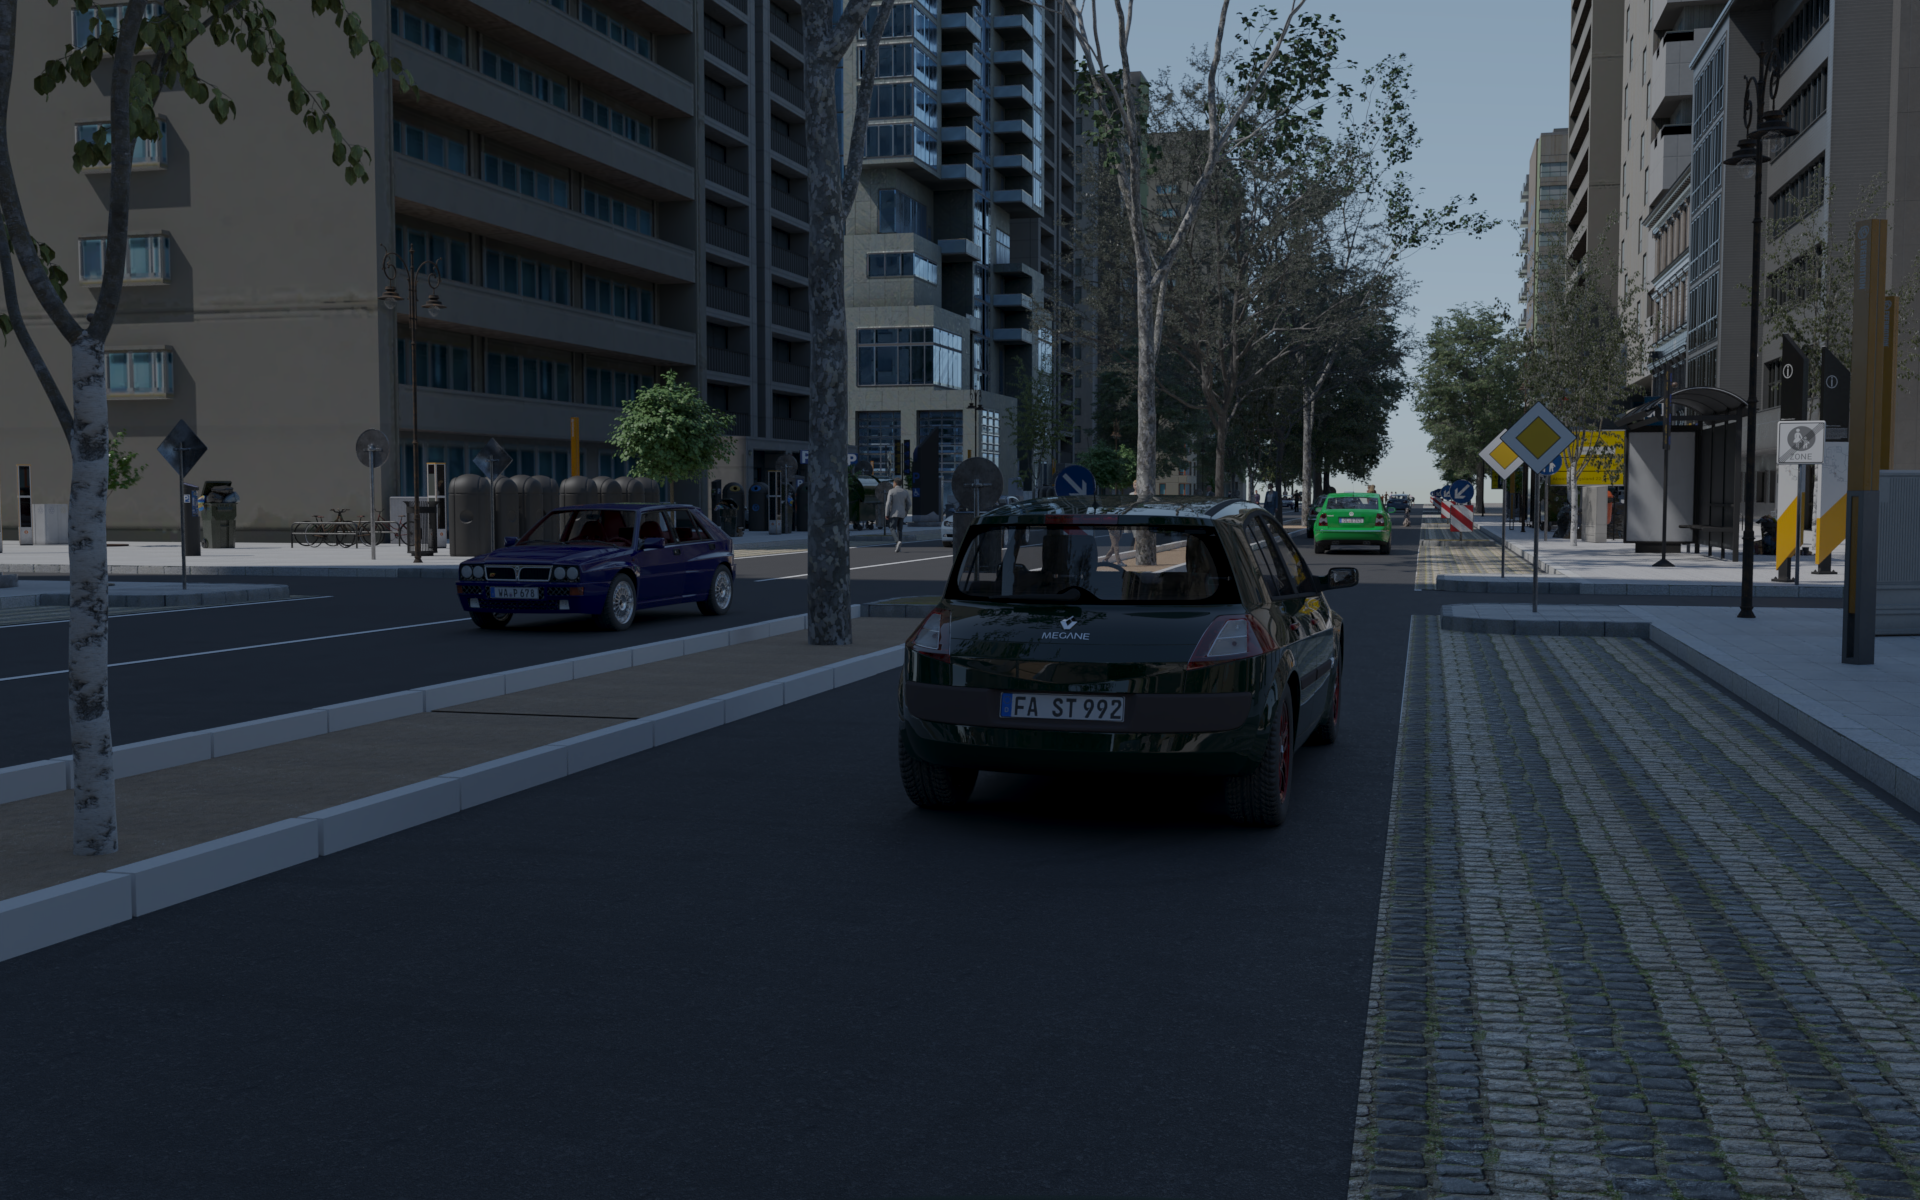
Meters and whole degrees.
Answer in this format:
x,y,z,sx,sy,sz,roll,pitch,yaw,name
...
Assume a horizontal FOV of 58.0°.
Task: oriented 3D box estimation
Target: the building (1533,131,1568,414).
x,y,z,sx,sy,sz,roll,pitch,yaw,name
72.600,-31.400,196.990,14.154,41.232,14.086,1,4,15,building

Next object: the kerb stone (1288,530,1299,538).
x,y,z,sx,sy,sz,roll,pitch,yaw,name
11.232,-2.208,58.329,0.120,0.150,1.000,1,4,15,kerb stone

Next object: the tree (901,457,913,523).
x,y,z,sx,sy,sz,roll,pitch,yaw,name
-1.769,-4.995,76.265,1.663,3.219,1.824,0,3,0,tree

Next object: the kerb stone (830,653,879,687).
x,y,z,sx,sy,sz,roll,pitch,yaw,name
-0.854,0.545,13.281,0.120,0.150,1.000,1,4,15,kerb stone

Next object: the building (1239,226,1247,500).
x,y,z,sx,sy,sz,roll,pitch,yaw,name
34.197,-34.797,252.522,14.154,41.232,14.086,1,4,15,building

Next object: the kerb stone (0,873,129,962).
x,y,z,sx,sy,sz,roll,pitch,yaw,name
-2.982,1.029,5.375,0.120,0.150,1.000,1,4,15,kerb stone

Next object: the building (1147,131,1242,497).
x,y,z,sx,sy,sz,roll,pitch,yaw,name
26.330,-37.431,235.697,21.300,48.544,21.600,1,4,15,building

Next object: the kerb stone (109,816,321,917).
x,y,z,sx,sy,sz,roll,pitch,yaw,name
-2.719,0.968,6.363,0.120,0.150,1.000,1,4,15,kerb stone

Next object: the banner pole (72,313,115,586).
x,y,z,sx,sy,sz,roll,pitch,yaw,name
-12.002,-2.068,23.834,0.401,3.779,0.863,0,4,-4,banner pole

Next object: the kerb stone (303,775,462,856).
x,y,z,sx,sy,sz,roll,pitch,yaw,name
-2.447,0.909,7.353,0.120,0.150,1.000,1,4,15,kerb stone

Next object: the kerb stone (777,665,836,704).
x,y,z,sx,sy,sz,roll,pitch,yaw,name
-1.121,0.606,12.294,0.120,0.150,1.000,1,4,15,kerb stone

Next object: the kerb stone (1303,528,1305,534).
x,y,z,sx,sy,sz,roll,pitch,yaw,name
12.025,-2.391,61.294,0.120,0.150,1.000,1,4,15,kerb stone

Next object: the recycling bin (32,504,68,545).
x,y,z,sx,sy,sz,roll,pitch,yaw,name
-23.237,-1.928,44.079,0.722,1.027,0.722,1,4,19,recycling bin

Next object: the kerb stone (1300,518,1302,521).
x,y,z,sx,sy,sz,roll,pitch,yaw,name
17.447,-4.122,89.597,0.120,0.150,1.000,1,4,15,kerb stone

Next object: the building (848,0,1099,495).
x,y,z,sx,sy,sz,roll,pitch,yaw,name
1.123,-43.382,147.554,20.563,71.187,20.611,1,4,15,building

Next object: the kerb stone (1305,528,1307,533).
x,y,z,sx,sy,sz,roll,pitch,yaw,name
12.294,-2.452,62.280,0.120,0.150,1.000,1,4,15,kerb stone

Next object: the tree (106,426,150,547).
x,y,z,sx,sy,sz,roll,pitch,yaw,name
-20.982,-2.917,42.292,1.663,3.219,1.824,0,3,0,tree

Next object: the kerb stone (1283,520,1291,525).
x,y,z,sx,sy,sz,roll,pitch,yaw,name
15.592,-3.698,82.661,0.120,0.150,1.000,1,4,15,kerb stone

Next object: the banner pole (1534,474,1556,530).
x,y,z,sx,sy,sz,roll,pitch,yaw,name
21.089,-4.428,62.414,0.863,3.779,0.401,-1,4,-8,banner pole

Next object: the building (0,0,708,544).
x,y,z,sx,sy,sz,roll,pitch,yaw,name
-22.426,-26.436,55.937,21.300,48.544,21.600,1,4,15,building

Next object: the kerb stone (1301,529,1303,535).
x,y,z,sx,sy,sz,roll,pitch,yaw,name
11.762,-2.329,60.307,0.120,0.150,1.000,1,4,15,kerb stone

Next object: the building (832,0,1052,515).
x,y,z,sx,sy,sz,roll,pitch,yaw,name
-5.623,-49.514,122.225,22.319,86.520,31.000,1,4,15,building

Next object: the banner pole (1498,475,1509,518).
x,y,z,sx,sy,sz,roll,pitch,yaw,name
28.804,-6.215,91.631,0.863,3.779,0.401,-1,4,-15,banner pole

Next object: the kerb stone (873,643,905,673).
x,y,z,sx,sy,sz,roll,pitch,yaw,name
-0.599,0.492,14.271,0.120,0.150,1.000,1,4,15,kerb stone

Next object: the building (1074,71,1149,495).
x,y,z,sx,sy,sz,roll,pitch,yaw,name
9.807,-29.410,164.440,14.154,41.232,14.086,1,4,15,building

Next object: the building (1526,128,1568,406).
x,y,z,sx,sy,sz,roll,pitch,yaw,name
76.707,-34.319,211.234,14.600,45.320,14.200,1,4,15,building

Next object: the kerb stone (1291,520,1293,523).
x,y,z,sx,sy,sz,roll,pitch,yaw,name
15.853,-3.757,83.649,0.120,0.150,1.000,1,4,15,kerb stone

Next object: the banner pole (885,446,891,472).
x,y,z,sx,sy,sz,roll,pitch,yaw,name
-3.707,-6.062,89.134,0.401,3.779,0.863,-2,4,-28,banner pole

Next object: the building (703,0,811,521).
x,y,z,sx,sy,sz,roll,pitch,yaw,name
-16.207,-39.474,83.659,20.563,71.187,20.611,1,4,15,building

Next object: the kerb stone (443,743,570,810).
x,y,z,sx,sy,sz,roll,pitch,yaw,name
-2.187,0.847,8.343,0.120,0.150,1.000,1,4,15,kerb stone

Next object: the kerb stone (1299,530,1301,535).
x,y,z,sx,sy,sz,roll,pitch,yaw,name
11.500,-2.270,59.316,0.120,0.150,1.000,1,4,15,kerb stone

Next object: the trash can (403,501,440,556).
x,y,z,sx,sy,sz,roll,pitch,yaw,name
-11.146,-1.482,35.879,0.748,1.137,0.748,0,3,0,trash can

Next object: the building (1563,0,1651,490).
x,y,z,sx,sy,sz,roll,pitch,yaw,name
59.106,-31.231,134.320,21.300,48.544,21.600,1,4,15,building

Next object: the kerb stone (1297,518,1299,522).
x,y,z,sx,sy,sz,roll,pitch,yaw,name
16.918,-4.001,87.612,0.120,0.150,1.000,1,4,15,kerb stone

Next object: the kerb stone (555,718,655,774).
x,y,z,sx,sy,sz,roll,pitch,yaw,name
-1.927,0.787,9.332,0.120,0.150,1.000,1,4,15,kerb stone

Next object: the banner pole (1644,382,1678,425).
x,y,z,sx,sy,sz,roll,pitch,yaw,name
15.781,-2.993,38.945,0.863,3.779,0.401,2,4,29,banner pole

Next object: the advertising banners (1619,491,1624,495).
x,y,z,sx,sy,sz,roll,pitch,yaw,name
35.918,-6.022,94.647,2.074,3.025,0.090,0,4,-3,advertising banners

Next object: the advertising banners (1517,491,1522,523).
x,y,z,sx,sy,sz,roll,pitch,yaw,name
25.905,-4.977,77.566,2.074,3.025,0.090,-1,4,-16,advertising banners

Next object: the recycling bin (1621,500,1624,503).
x,y,z,sx,sy,sz,roll,pitch,yaw,name
30.288,-4.011,78.141,0.722,1.027,0.722,0,4,1,recycling bin

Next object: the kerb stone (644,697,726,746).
x,y,z,sx,sy,sz,roll,pitch,yaw,name
-1.658,0.728,10.319,0.120,0.150,1.000,1,4,15,kerb stone

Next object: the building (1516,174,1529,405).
x,y,z,sx,sy,sz,roll,pitch,yaw,name
86.712,-37.460,232.080,23.786,49.044,30.456,1,4,15,building

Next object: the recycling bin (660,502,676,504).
x,y,z,sx,sy,sz,roll,pitch,yaw,name
-9.286,-2.519,53.742,0.722,1.027,0.722,1,4,18,recycling bin

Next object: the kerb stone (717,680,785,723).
x,y,z,sx,sy,sz,roll,pitch,yaw,name
-1.391,0.666,11.305,0.120,0.150,1.000,1,4,15,kerb stone

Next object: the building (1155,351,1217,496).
x,y,z,sx,sy,sz,roll,pitch,yaw,name
15.998,-22.476,212.528,27.650,21.520,28.899,1,4,15,building

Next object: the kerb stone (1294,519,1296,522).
x,y,z,sx,sy,sz,roll,pitch,yaw,name
16.388,-3.879,85.634,0.120,0.150,1.000,1,4,15,kerb stone

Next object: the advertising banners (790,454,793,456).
x,y,z,sx,sy,sz,roll,pitch,yaw,name
-7.190,-4.935,76.877,0.090,3.025,2.074,1,4,21,advertising banners

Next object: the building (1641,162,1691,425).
x,y,z,sx,sy,sz,roll,pitch,yaw,name
40.428,-13.535,85.918,10.561,19.102,19.286,1,4,15,building

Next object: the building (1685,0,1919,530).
x,y,z,sx,sy,sz,roll,pitch,yaw,name
35.471,-14.833,61.580,14.314,24.678,30.058,1,4,15,building

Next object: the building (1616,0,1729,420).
x,y,z,sx,sy,sz,roll,pitch,yaw,name
57.189,-31.771,108.695,28.713,52.752,27.495,1,4,15,building

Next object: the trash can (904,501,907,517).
x,y,z,sx,sy,sz,roll,pitch,yaw,name
-3.211,-5.113,95.244,0.748,1.137,0.748,0,3,0,trash can
